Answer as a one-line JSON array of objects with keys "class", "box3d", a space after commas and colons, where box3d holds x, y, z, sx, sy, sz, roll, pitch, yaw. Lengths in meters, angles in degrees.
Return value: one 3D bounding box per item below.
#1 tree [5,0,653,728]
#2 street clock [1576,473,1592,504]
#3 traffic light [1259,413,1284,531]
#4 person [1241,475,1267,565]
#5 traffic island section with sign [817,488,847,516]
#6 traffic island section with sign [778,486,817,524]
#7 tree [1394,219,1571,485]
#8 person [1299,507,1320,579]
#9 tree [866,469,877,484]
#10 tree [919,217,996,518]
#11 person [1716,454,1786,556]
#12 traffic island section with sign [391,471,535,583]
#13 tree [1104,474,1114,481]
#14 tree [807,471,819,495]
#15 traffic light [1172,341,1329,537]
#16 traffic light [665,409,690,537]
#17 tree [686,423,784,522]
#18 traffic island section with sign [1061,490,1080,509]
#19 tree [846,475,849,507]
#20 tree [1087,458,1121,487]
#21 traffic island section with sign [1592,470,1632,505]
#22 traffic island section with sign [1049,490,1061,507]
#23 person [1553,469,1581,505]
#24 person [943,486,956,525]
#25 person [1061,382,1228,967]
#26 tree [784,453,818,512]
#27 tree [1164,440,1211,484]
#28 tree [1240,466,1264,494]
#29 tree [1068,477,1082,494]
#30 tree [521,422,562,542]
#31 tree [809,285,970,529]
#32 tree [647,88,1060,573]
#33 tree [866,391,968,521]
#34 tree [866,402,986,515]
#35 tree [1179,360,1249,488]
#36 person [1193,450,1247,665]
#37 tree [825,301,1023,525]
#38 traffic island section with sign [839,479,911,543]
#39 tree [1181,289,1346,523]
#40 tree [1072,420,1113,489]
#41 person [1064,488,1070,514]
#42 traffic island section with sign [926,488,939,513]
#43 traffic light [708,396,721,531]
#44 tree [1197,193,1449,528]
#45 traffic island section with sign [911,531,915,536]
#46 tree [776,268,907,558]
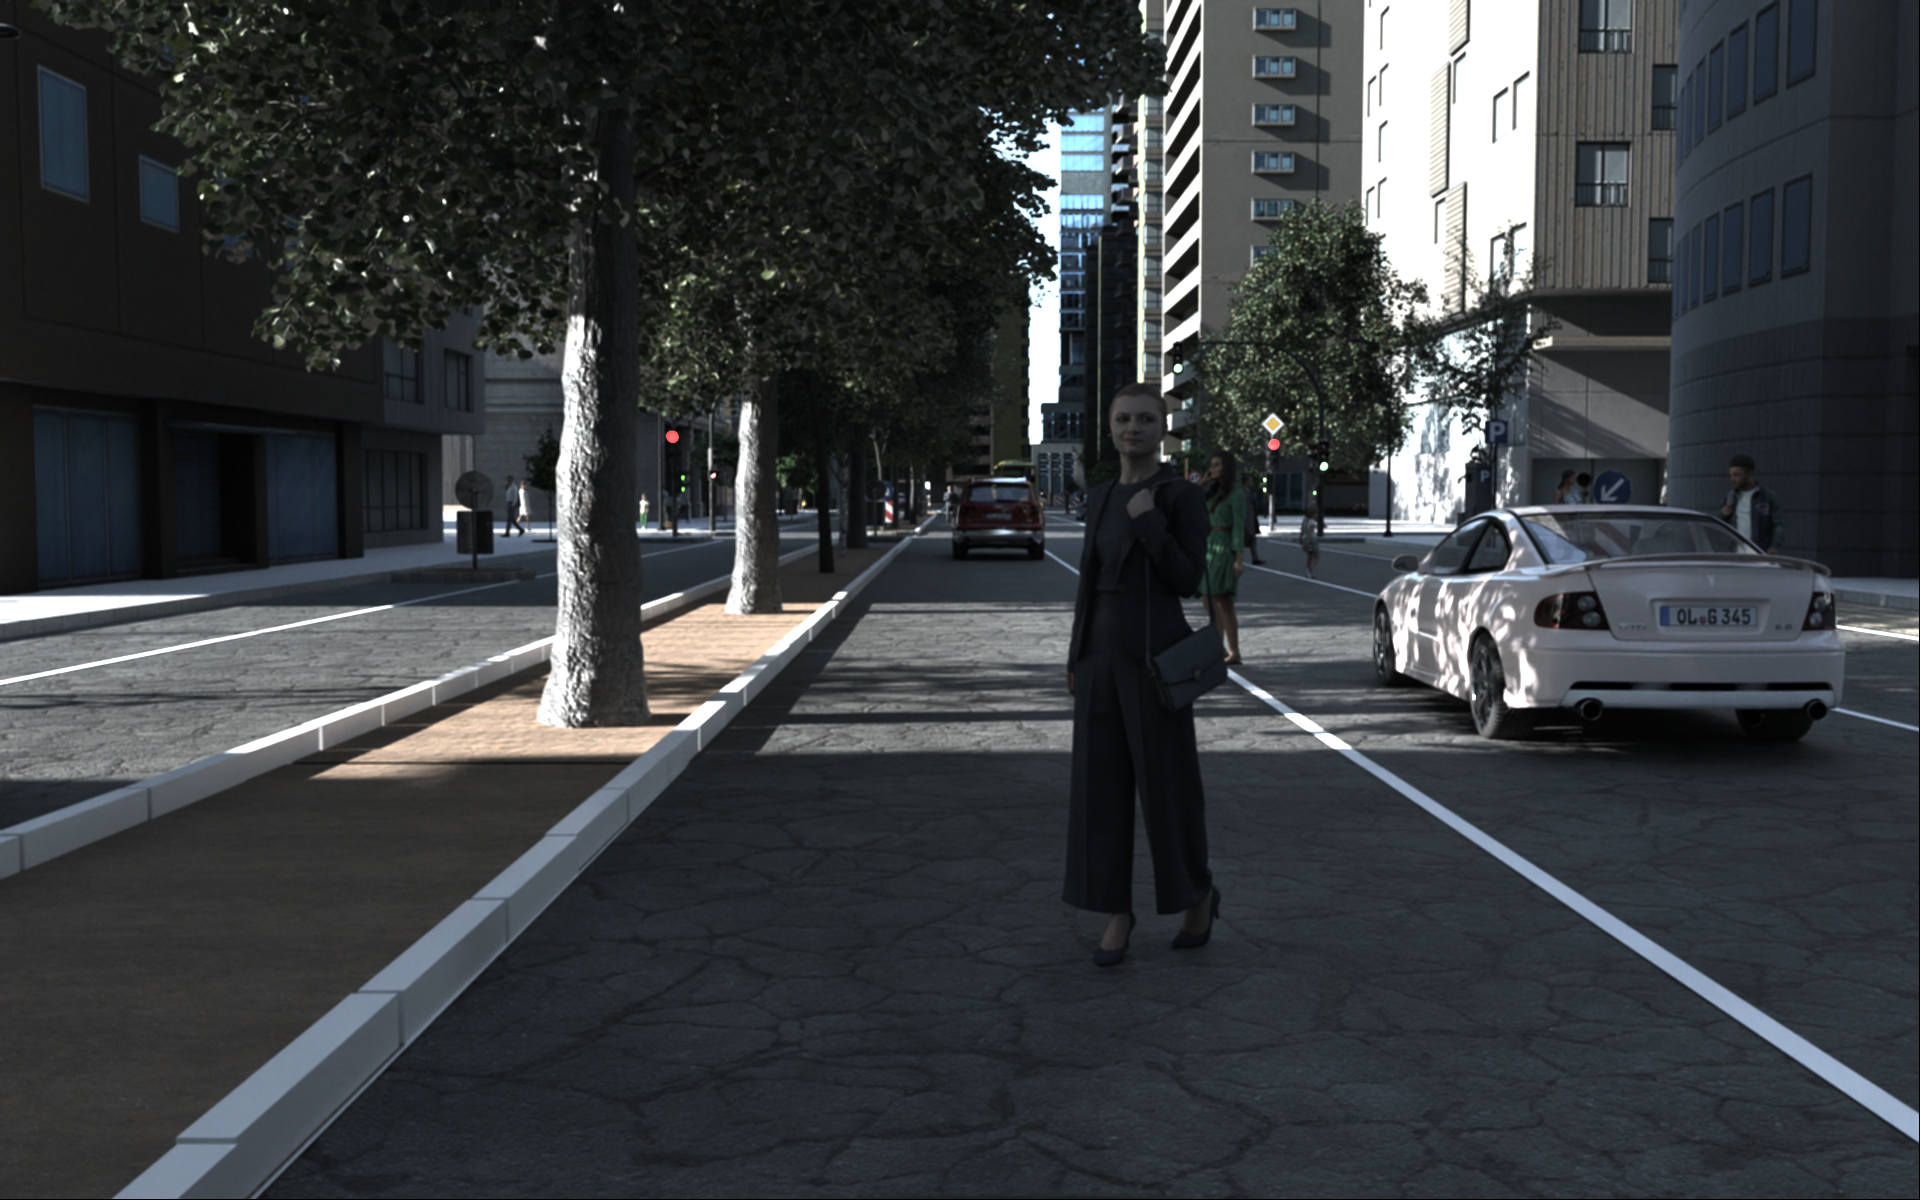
[{"class": "tree", "box3d": [-2.299, -6.204, 10.542, 9.857, 13.997, 8.962, 0, 3, 0]}, {"class": "street clock", "box3d": [21.241, -3.327, 58.970, 0.471, 2.002, 0.358, 2, 4, 35]}, {"class": "traffic light", "box3d": [10.747, -4.331, 59.727, 0.839, 4.253, 0.868, 0, 3, 0]}, {"class": "person", "box3d": [5.819, -1.615, 35.009, 0.767, 1.812, 0.694, 2, 4, 26]}, {"class": "traffic island section with sign", "box3d": [-8.270, -6.330, 112.127, 1.989, 1.847, 2.006, 0, 3, 0]}, {"class": "traffic island section with sign", "box3d": [-8.257, -4.682, 85.172, 1.989, 1.847, 2.006, 0, 3, 0]}, {"class": "tree", "box3d": [13.845, -5.845, 45.934, 4.360, 8.622, 3.978, 0, 3, 0]}, {"class": "person", "box3d": [5.851, -0.962, 29.242, 0.382, 1.210, 0.505, -2, 4, -26]}, {"class": "tree", "box3d": [-10.818, -12.855, 193.897, 4.285, 4.588, 4.351, 0, 3, 0]}, {"class": "tree", "box3d": [-3.488, -15.108, 105.364, 12.611, 20.169, 13.585, 0, 3, 0]}, {"class": "person", "box3d": [7.017, -0.401, 15.400, 0.623, 1.781, 0.721, 2, 4, 35]}, {"class": "traffic island section with sign", "box3d": [-8.200, -1.240, 28.896, 1.989, 1.847, 2.006, 0, 3, 0]}, {"class": "tree", "box3d": [12.998, -9.633, 152.097, 1.663, 3.219, 1.824, 0, 3, 0]}, {"class": "tree", "box3d": [-10.710, -8.201, 128.686, 1.663, 3.219, 1.824, 0, 3, 0]}, {"class": "traffic light", "box3d": [8.662, -4.705, 51.599, 4.771, 5.953, 1.251, 0, 3, 0]}, {"class": "traffic light", "box3d": [-8.508, -3.840, 51.710, 0.839, 4.253, 0.868, 0, 3, 0]}, {"class": "tree", "box3d": [-10.994, -5.913, 80.392, 4.285, 4.588, 4.351, 0, 3, 0]}, {"class": "traffic island section with sign", "box3d": [10.703, -9.372, 161.864, 1.989, 1.847, 2.006, 0, 3, 0]}, {"class": "tree", "box3d": [-10.964, -10.825, 171.588, 1.663, 3.219, 1.824, 0, 3, 0]}, {"class": "tree", "box3d": [13.153, -10.500, 155.382, 4.285, 4.588, 4.351, 0, 3, 0]}, {"class": "traffic island section with sign", "box3d": [10.821, -1.296, 29.810, 1.989, 1.847, 2.006, 0, 3, 0]}, {"class": "traffic island section with sign", "box3d": [10.683, -11.021, 188.820, 1.989, 1.847, 2.006, 0, 3, 0]}, {"class": "person", "box3d": [9.281, -1.103, 26.623, 0.616, 1.811, 0.778, -2, 4, -24]}, {"class": "person", "box3d": [-0.415, -4.342, 79.659, 0.661, 1.801, 0.590, -1, 4, -16]}, {"class": "person", "box3d": [0.557, 0.215, 5.409, 0.576, 1.772, 0.534, 2, 4, 24]}, {"class": "tree", "box3d": [-11.809, -8.639, 124.957, 4.285, 4.588, 4.351, 0, 3, 0]}, {"class": "tree", "box3d": [13.863, -7.473, 105.898, 4.285, 4.588, 4.351, 0, 3, 0]}, {"class": "tree", "box3d": [18.185, -6.873, 106.980, 1.663, 3.219, 1.824, 0, 3, 0]}, {"class": "tree", "box3d": [13.181, -12.549, 199.771, 1.663, 3.219, 1.824, 0, 3, 0]}, {"class": "tree", "box3d": [-10.873, -3.173, 46.476, 1.663, 3.219, 1.824, 0, 3, 0]}, {"class": "tree", "box3d": [-2.791, -9.197, 70.952, 7.486, 12.596, 7.792, 0, 3, 0]}, {"class": "tree", "box3d": [-2.391, -5.784, 31.435, 8.767, 10.594, 7.601, 0, 3, 0]}, {"class": "tree", "box3d": [-2.744, -10.089, 93.167, 9.928, 11.665, 9.643, 0, 3, 0]}, {"class": "tree", "box3d": [-3.057, -12.113, 117.514, 9.611, 12.733, 9.660, 0, 3, 0]}, {"class": "tree", "box3d": [13.461, -8.450, 88.526, 4.737, 8.622, 4.395, 0, 3, 0]}, {"class": "person", "box3d": [2.184, -0.342, 14.333, 0.529, 1.795, 0.600, -3, 4, -38]}, {"class": "tree", "box3d": [-2.167, -10.271, 80.753, 12.009, 13.543, 11.850, 0, 3, 0]}, {"class": "traffic island section with sign", "box3d": [-2.582, -2.688, 52.084, 2.006, 1.907, 1.989, 0, 3, 0]}, {"class": "tree", "box3d": [13.640, -8.705, 76.736, 7.601, 10.594, 8.767, 2, 4, 33]}, {"class": "tree", "box3d": [13.042, -13.556, 172.010, 4.360, 8.622, 3.978, 0, 3, 0]}, {"class": "person", "box3d": [7.851, -7.299, 127.637, 0.447, 1.846, 0.655, -2, 4, -26]}, {"class": "traffic island section with sign", "box3d": [-2.651, -7.737, 134.629, 2.006, 1.907, 1.989, 0, 3, 0]}, {"class": "traffic light", "box3d": [-6.423, -5.203, 59.732, 4.771, 5.953, 1.251, 0, 3, 0]}, {"class": "tree", "box3d": [13.643, -9.121, 66.133, 9.611, 12.733, 9.660, 0, 3, 0]}, {"class": "traffic island section with sign", "box3d": [-2.579, -3.141, 59.491, 2.006, 1.907, 1.989, 0, 3, 0]}, {"class": "tree", "box3d": [-2.612, -5.229, 38.314, 4.360, 8.622, 3.978, 0, 3, 0]}]
